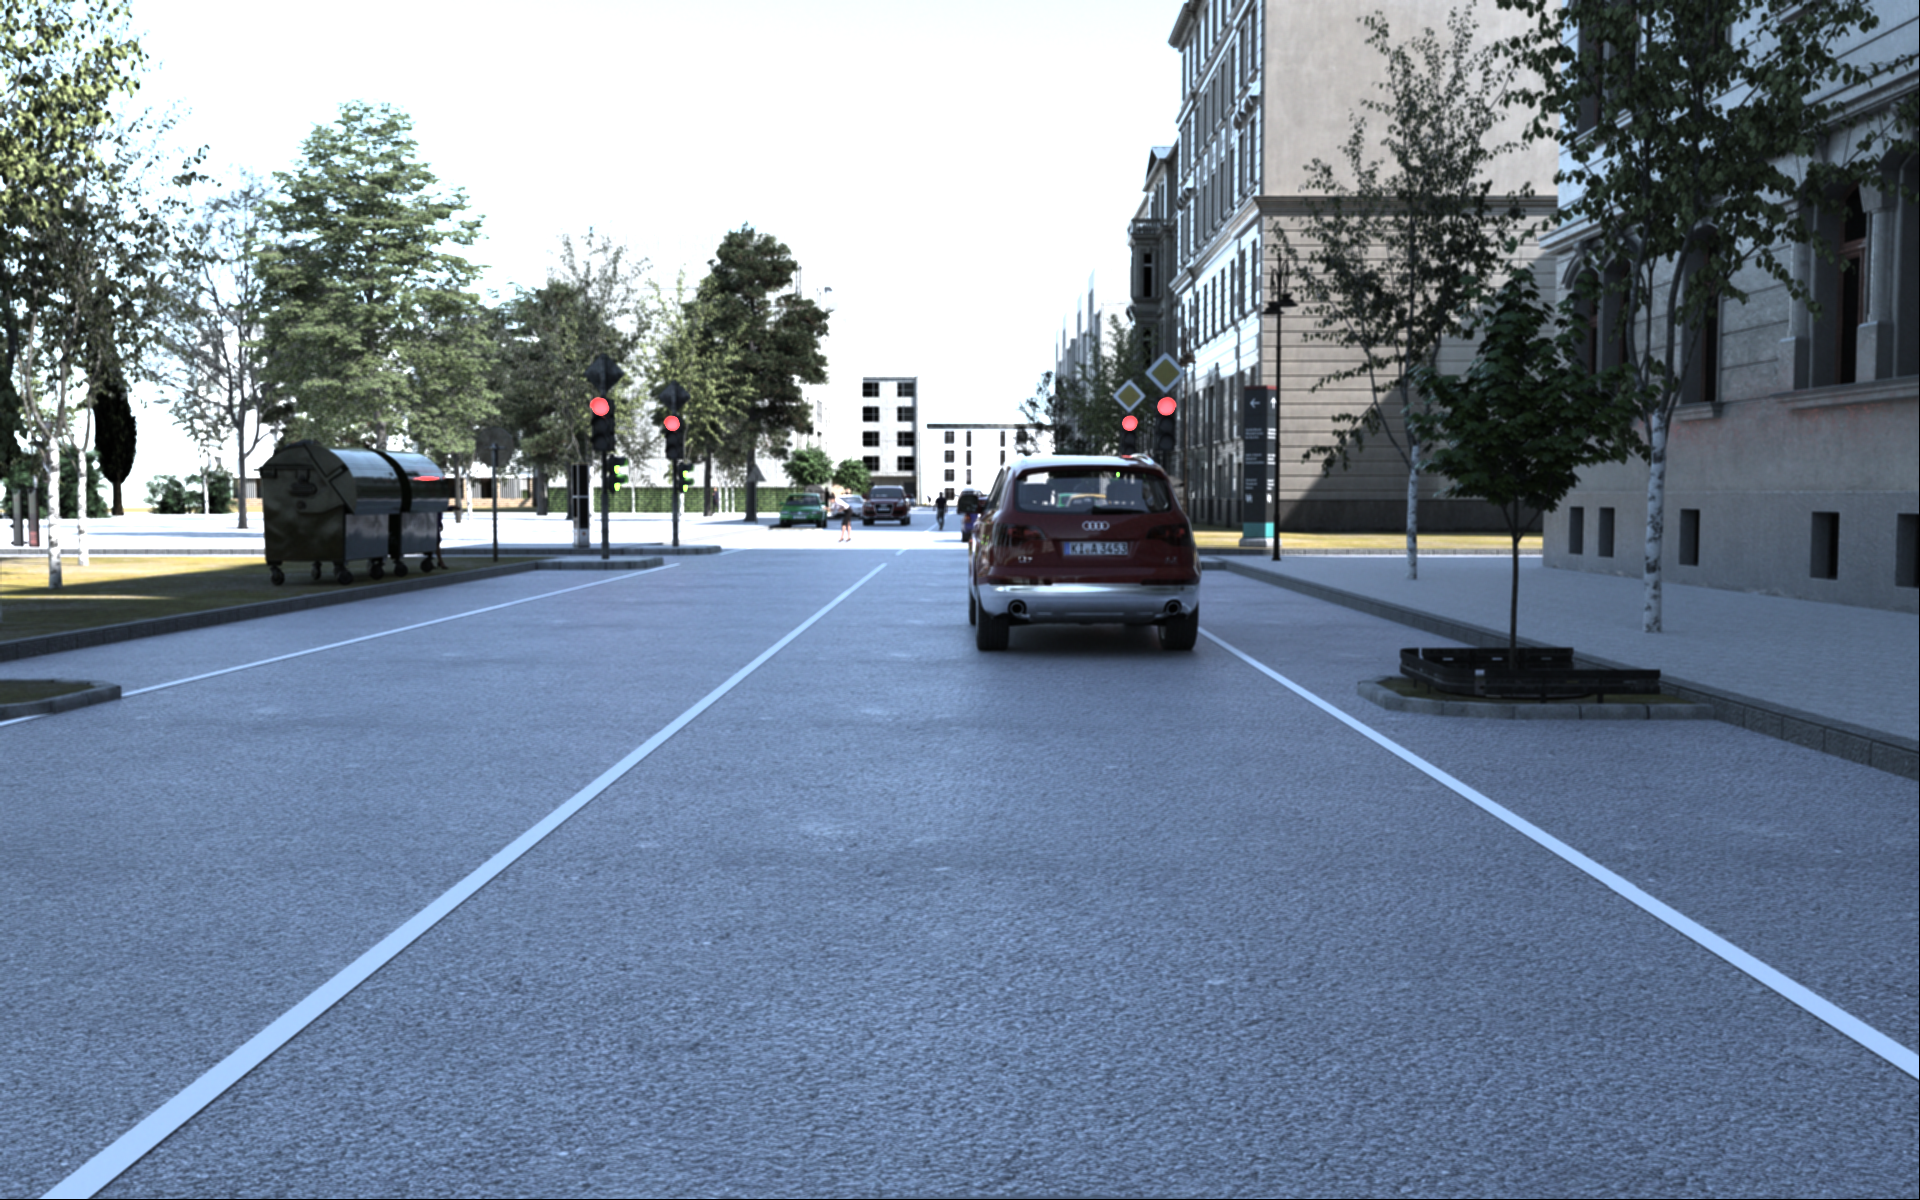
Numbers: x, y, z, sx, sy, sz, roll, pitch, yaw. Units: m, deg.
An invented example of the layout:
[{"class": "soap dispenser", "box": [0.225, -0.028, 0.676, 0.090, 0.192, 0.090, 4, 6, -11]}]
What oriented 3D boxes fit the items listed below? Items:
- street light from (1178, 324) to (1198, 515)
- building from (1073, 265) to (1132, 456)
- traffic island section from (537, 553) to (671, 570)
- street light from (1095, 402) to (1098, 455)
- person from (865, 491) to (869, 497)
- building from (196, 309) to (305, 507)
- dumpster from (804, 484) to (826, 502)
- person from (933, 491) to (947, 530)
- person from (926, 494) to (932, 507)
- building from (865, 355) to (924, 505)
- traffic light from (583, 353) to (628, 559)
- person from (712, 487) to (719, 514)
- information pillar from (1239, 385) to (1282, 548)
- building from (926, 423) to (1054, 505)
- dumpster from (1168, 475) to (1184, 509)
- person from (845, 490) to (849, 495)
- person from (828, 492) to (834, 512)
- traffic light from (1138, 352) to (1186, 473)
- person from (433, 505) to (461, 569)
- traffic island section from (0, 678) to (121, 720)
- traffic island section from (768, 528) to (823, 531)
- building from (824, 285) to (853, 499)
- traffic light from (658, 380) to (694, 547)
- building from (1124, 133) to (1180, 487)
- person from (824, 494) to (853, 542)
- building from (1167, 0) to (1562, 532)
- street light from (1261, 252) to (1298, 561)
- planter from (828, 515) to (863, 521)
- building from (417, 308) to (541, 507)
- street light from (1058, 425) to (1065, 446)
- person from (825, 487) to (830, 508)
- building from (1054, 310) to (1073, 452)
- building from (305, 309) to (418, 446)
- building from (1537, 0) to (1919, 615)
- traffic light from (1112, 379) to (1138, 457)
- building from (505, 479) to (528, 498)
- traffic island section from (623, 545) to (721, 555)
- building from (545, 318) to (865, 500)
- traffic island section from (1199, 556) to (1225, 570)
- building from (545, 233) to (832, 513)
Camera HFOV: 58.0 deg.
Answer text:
[{"class": "street light", "box": [6.161, -4.559, 47.326, 0.468, 5.910, 1.993, 0, 4, 1]}, {"class": "building", "box": [18.833, -16.888, 142.574, 16.747, 18.905, 31.486, 0, 4, 1]}, {"class": "traffic island section", "box": [-7.012, -0.726, 34.158, 2.009, 0.180, 2.903, 0, 4, 1]}, {"class": "street light", "box": [6.412, -6.652, 81.555, 0.468, 5.910, 1.993, 0, 4, 1]}, {"class": "person", "box": [-9.494, -10.494, 177.639, 0.705, 1.821, 1.348, 3, 4, 36]}, {"class": "building", "box": [-71.783, -20.015, 183.658, 11.380, 20.091, 16.016, 0, 4, 1]}, {"class": "dumpster", "box": [-8.601, -5.893, 102.115, 1.264, 1.857, 1.865, 0, 4, 1]}, {"class": "person", "box": [-0.820, -3.599, 69.549, 0.569, 1.553, 0.471, 1, 4, 13]}, {"class": "person", "box": [-3.496, -11.072, 192.765, 0.697, 1.427, 0.421, 3, 4, 39]}, {"class": "building", "box": [-20.455, -21.172, 212.622, 31.486, 18.905, 16.747, 0, 4, 1]}, {"class": "traffic light", "box": [-6.972, -2.739, 34.024, 0.839, 4.213, 0.868, 0, 4, 1]}, {"class": "person", "box": [-15.441, -6.259, 109.295, 0.541, 1.710, 0.530, 3, 4, 38]}, {"class": "information pillar", "box": [7.248, -3.198, 41.661, 0.750, 3.857, 0.750, 3, 5, 39]}, {"class": "building", "box": [10.065, -16.321, 209.000, 28.070, 9.664, 9.099, 0, 4, 1]}, {"class": "dumpster", "box": [6.437, -2.991, 54.656, 1.264, 1.857, 1.865, 0, 4, 1]}, {"class": "person", "box": [-9.294, -8.367, 143.397, 0.434, 1.755, 0.990, -1, 4, -21]}, {"class": "person", "box": [-9.276, -7.093, 125.232, 0.599, 1.433, 0.991, 1, 4, 21]}, {"class": "traffic light", "box": [3.989, -2.734, 33.941, 0.839, 4.213, 0.868, 0, 4, 1]}, {"class": "person", "box": [-8.869, -1.299, 29.651, 0.546, 1.535, 0.453, -2, 4, -29]}, {"class": "traffic island section", "box": [-6.881, 0.684, 11.677, 1.991, 0.108, 1.994, 0, 4, 1]}, {"class": "traffic island section", "box": [-6.380, -2.720, 67.331, 1.991, 0.108, 1.994, 0, 4, 1]}, {"class": "building", "box": [-18.271, -18.268, 155.105, 16.016, 20.091, 11.380, 0, 4, 1]}, {"class": "traffic light", "box": [-6.900, -3.227, 42.009, 0.839, 4.213, 0.868, 0, 4, 1]}, {"class": "building", "box": [16.815, -17.163, 99.700, 14.460, 24.649, 34.723, 0, 4, 1]}, {"class": "person", "box": [-3.568, -2.426, 51.349, 0.628, 1.438, 0.799, 2, 4, 32]}, {"class": "building", "box": [15.804, -16.646, 69.427, 12.463, 27.353, 25.104, 0, 4, 1]}, {"class": "street light", "box": [6.110, -3.700, 33.275, 0.468, 5.910, 1.993, 0, 4, 1]}, {"class": "planter", "box": [-6.140, -4.501, 94.739, 1.991, 0.319, 1.994, 0, 4, 1]}, {"class": "building", "box": [-48.621, -19.955, 182.680, 11.380, 20.091, 16.016, 0, 4, 1]}, {"class": "street light", "box": [6.801, -8.758, 115.979, 0.468, 5.910, 1.993, 0, 4, 1]}, {"class": "person", "box": [-10.506, -7.952, 136.088, 0.705, 1.821, 1.348, 1, 4, 23]}, {"class": "building", "box": [18.624, -18.844, 174.558, 16.747, 18.905, 31.486, 0, 4, 1]}, {"class": "building", "box": [-60.404, -20.004, 183.492, 11.380, 20.091, 16.016, 0, 4, 1]}, {"class": "building", "box": [16.420, -14.142, 18.618, 14.401, 28.519, 23.554, 0, 4, 1]}, {"class": "traffic light", "box": [4.061, -3.222, 41.926, 0.839, 4.213, 0.868, 0, 4, 1]}, {"class": "building", "box": [-52.209, -21.158, 212.386, 31.486, 18.905, 16.747, 0, 4, 1]}, {"class": "traffic island section", "box": [-6.940, -1.215, 42.143, 2.009, 0.180, 2.903, 0, 4, 1]}, {"class": "building", "box": [-26.583, -19.334, 182.566, 31.486, 18.905, 16.747, 0, 4, 1]}, {"class": "traffic island section", "box": [4.029, -0.720, 34.053, 2.009, 0.180, 2.903, 0, 4, 1]}, {"class": "building", "box": [-19.546, -16.318, 133.249, 16.747, 18.905, 31.486, 0, 4, 1]}]
